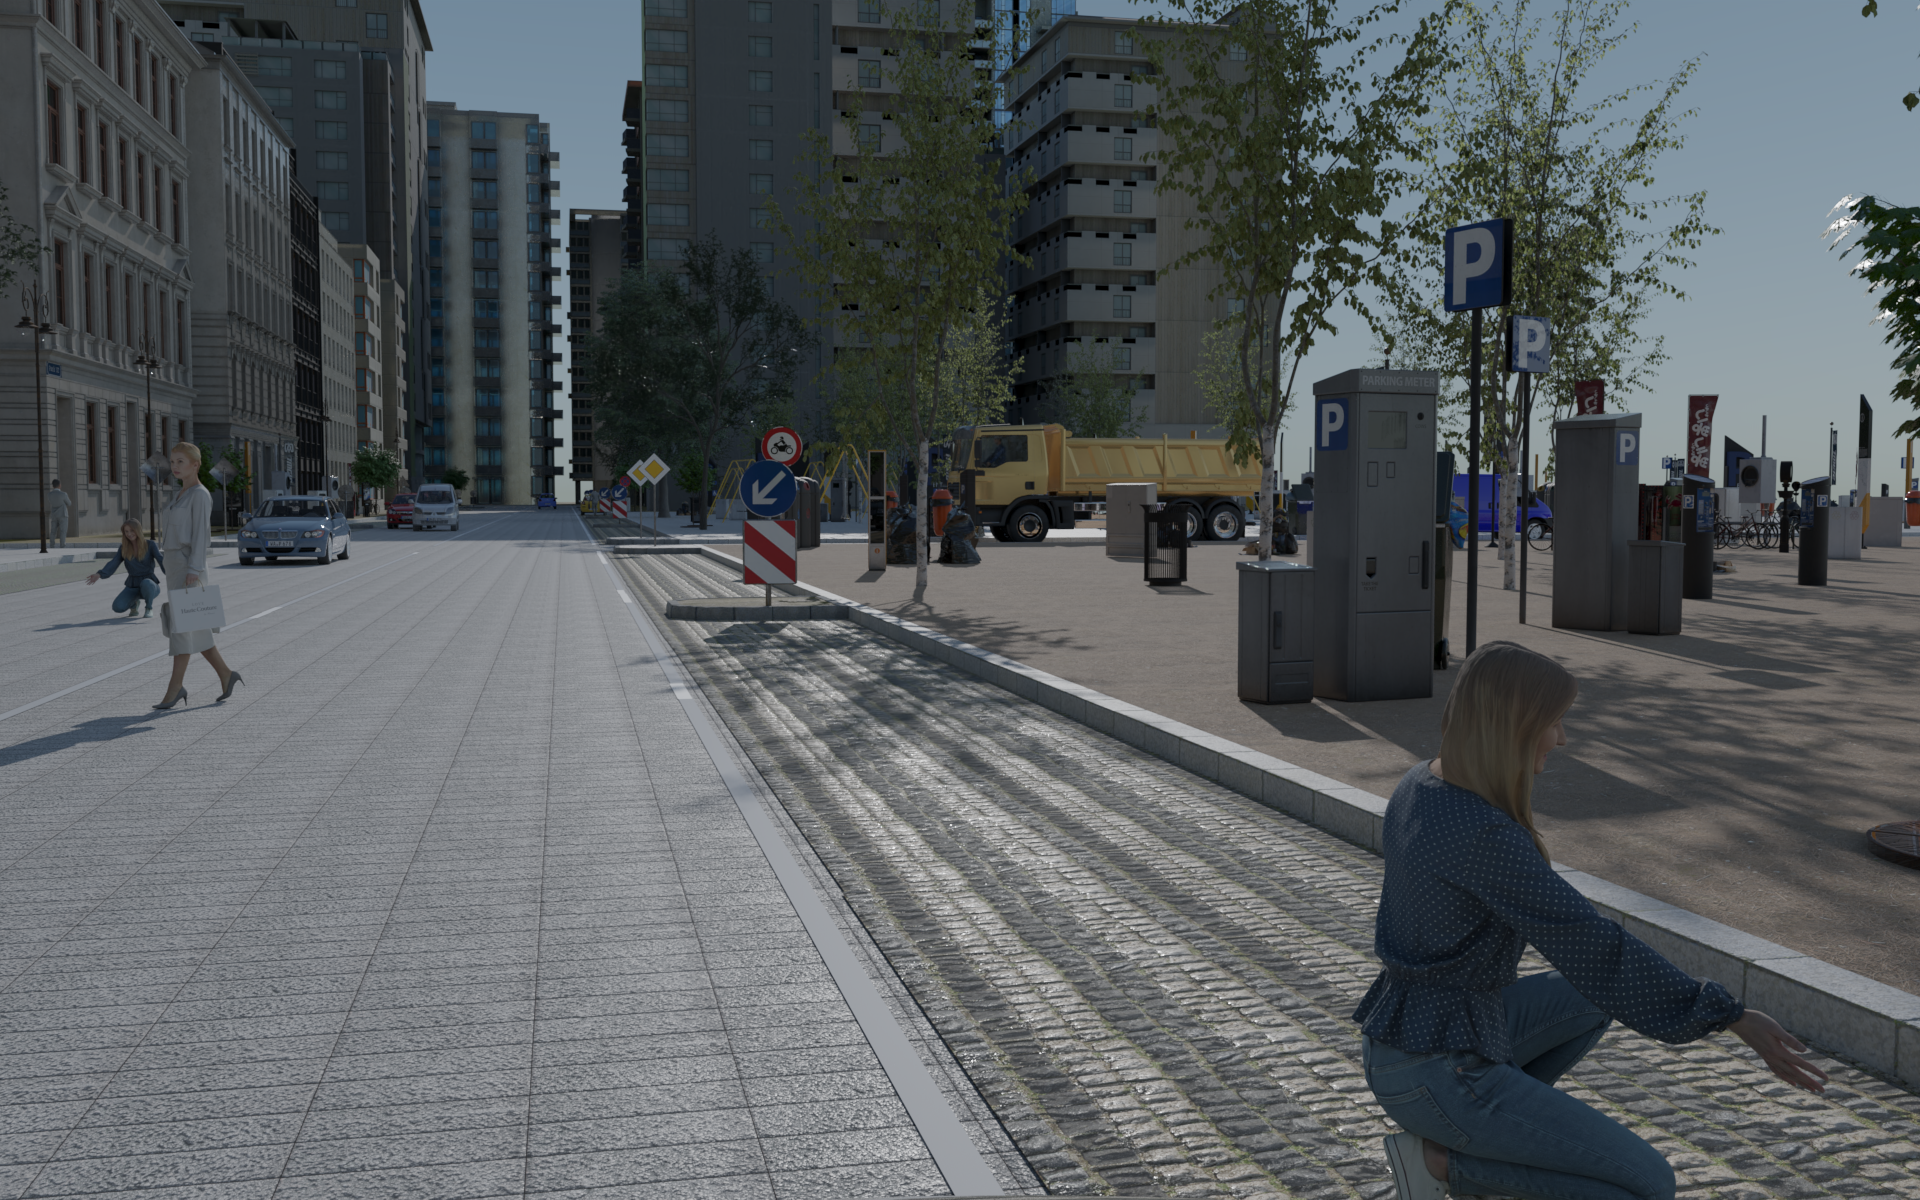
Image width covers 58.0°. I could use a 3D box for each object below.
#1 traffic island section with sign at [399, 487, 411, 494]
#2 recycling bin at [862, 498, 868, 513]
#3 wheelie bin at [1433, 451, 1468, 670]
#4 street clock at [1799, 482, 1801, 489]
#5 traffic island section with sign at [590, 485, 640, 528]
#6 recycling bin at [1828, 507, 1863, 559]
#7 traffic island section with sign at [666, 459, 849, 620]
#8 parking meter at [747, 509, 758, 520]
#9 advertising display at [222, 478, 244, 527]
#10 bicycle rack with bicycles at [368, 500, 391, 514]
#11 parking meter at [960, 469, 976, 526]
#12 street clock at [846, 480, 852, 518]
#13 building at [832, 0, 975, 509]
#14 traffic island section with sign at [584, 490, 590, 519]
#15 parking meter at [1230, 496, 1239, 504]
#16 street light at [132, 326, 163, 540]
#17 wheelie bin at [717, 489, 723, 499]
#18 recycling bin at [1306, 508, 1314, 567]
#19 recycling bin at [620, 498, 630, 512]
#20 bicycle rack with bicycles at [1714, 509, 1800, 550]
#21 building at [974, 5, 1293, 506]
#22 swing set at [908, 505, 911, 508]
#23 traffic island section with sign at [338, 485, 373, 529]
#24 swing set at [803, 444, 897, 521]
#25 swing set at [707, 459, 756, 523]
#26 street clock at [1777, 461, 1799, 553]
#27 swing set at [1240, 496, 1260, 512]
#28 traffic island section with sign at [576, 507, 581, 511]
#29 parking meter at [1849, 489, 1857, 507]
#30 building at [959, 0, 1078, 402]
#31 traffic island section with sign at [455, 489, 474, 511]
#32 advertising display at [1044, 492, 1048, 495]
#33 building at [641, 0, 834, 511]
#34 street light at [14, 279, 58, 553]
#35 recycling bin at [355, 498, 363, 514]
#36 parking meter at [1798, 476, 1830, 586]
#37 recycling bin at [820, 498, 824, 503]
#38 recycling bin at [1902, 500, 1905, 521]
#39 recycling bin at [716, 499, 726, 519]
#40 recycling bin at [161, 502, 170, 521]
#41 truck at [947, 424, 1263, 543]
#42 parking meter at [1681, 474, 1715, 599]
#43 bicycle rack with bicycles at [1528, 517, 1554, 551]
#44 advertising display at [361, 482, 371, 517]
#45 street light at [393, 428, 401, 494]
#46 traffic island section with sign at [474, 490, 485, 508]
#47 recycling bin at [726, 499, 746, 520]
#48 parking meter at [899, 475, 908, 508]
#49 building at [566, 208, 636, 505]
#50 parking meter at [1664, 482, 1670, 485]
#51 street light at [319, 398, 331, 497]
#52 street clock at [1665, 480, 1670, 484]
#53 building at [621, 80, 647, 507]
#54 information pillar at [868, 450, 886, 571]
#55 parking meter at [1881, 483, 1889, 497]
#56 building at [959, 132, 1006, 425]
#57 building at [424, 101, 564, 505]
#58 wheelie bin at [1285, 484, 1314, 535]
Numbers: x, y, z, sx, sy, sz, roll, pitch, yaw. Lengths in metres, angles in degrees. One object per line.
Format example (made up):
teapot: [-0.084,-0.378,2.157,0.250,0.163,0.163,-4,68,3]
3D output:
traffic island section with sign: [-31.576,-5.511,98.739,1.989,1.847,2.006,-1,4,-13]
recycling bin: [-6.319,-6.517,119.106,0.722,1.027,0.722,-2,4,-28]
wheelie bin: [3.308,-0.306,12.904,0.980,1.594,0.693,1,4,21]
street clock: [46.864,-5.659,97.097,0.471,2.002,0.358,3,4,37]
traffic island section with sign: [-14.725,-4.014,74.253,1.989,1.847,2.006,-1,4,-13]
recycling bin: [17.334,-1.330,34.295,0.722,1.027,0.722,0,4,1]
traffic island section with sign: [-2.454,-0.725,20.485,1.989,1.847,2.006,-1,4,-13]
parking meter: [-6.822,-3.135,56.973,0.399,1.863,0.255,-1,4,-22]
advertising display: [-28.369,-3.816,67.603,0.974,1.923,0.123,1,4,22]
bicycle rack with bicycles: [-38.059,-6.141,113.780,2.852,0.926,2.925,-1,4,-17]
parking meter: [0.179,-2.144,40.762,0.255,1.863,0.399,-2,4,-25]
street clock: [-5.893,-5.328,91.690,0.358,2.002,0.471,-2,4,-29]
building: [-14.131,-34.758,157.530,28.713,52.752,27.495,-1,4,-13]
traffic island section with sign: [-20.791,-5.638,100.801,1.989,1.847,2.006,-1,4,-13]
parking meter: [12.056,-4.140,76.100,0.372,1.533,0.369,0,3,0]
street light: [-22.389,-4.592,47.863,0.468,5.910,1.993,-1,4,-13]
wheelie bin: [-15.798,-6.366,111.994,0.980,1.594,0.693,2,4,31]
recycling bin: [5.636,-0.809,25.787,0.722,1.027,0.722,3,5,39]
recycling bin: [-23.664,-6.712,122.297,0.722,1.027,0.722,-1,4,-11]
bicycle rack with bicycles: [18.602,-1.682,40.880,2.925,0.926,2.852,0,4,1]
building: [18.593,-36.999,194.176,27.495,52.752,28.713,-1,4,-13]
swing set: [-3.980,-5.795,92.362,2.862,2.851,3.119,-1,4,-10]
traffic island section with sign: [-25.403,-3.859,71.726,1.989,1.847,2.006,-1,4,-13]
swing set: [-3.700,-3.552,55.690,2.862,2.851,3.119,-1,4,-9]
swing set: [-9.944,-4.989,79.194,2.862,2.851,3.119,-2,4,-24]
street clock: [18.052,-2.037,37.881,0.358,2.002,0.471,2,4,30]
swing set: [13.646,-5.257,83.568,2.862,2.851,3.119,0,4,-3]
traffic island section with sign: [-31.940,-8.621,149.577,1.989,1.847,2.006,-1,4,-13]
parking meter: [46.502,-4.999,90.138,0.372,1.533,0.369,0,3,0]
building: [3.436,-55.951,227.472,31.000,86.520,22.319,-1,4,-13]
traffic island section with sign: [-42.580,-8.460,146.953,1.989,1.847,2.006,-1,4,-13]
advertising display: [3.670,-3.750,66.518,0.974,1.923,0.123,-1,4,-22]
building: [-17.723,-27.650,135.668,14.154,41.232,14.086,-1,4,-13]
street light: [-19.917,-3.956,37.470,0.468,5.910,1.993,-1,4,-13]
recycling bin: [-37.805,-5.905,109.105,0.722,1.027,0.722,-3,4,-36]
parking meter: [11.994,-0.974,24.329,0.372,1.533,0.369,0,3,0]
recycling bin: [-8.648,-5.804,107.447,0.722,1.027,0.722,-1,4,-10]
recycling bin: [42.636,-3.975,77.553,0.722,1.027,0.722,-1,4,-13]
recycling bin: [-11.968,-4.633,88.307,0.722,1.027,0.722,2,4,31]
recycling bin: [-24.994,-2.620,55.390,0.722,1.027,0.722,1,4,16]
truck: [3.717,-3.260,49.223,9.791,3.379,3.469,-1,4,-12]
parking meter: [9.043,-0.784,21.236,0.372,1.533,0.369,0,3,0]
bicycle rack with bicycles: [14.678,-1.573,39.095,2.925,0.926,2.852,3,5,41]
advertising display: [-33.118,-5.588,96.570,0.123,1.923,0.974,0,4,3]
street light: [-38.455,-8.907,118.423,0.468,5.910,1.993,-1,4,-13]
traffic island section with sign: [-48.612,-10.073,173.317,1.989,1.847,2.006,-1,4,-13]
recycling bin: [-10.886,-4.415,84.744,0.722,1.027,0.722,-1,4,-19]
parking meter: [-1.763,-2.966,54.207,0.255,1.863,0.399,0,4,-5]
building: [-38.498,-32.545,223.996,23.993,40.220,32.217,-1,4,-13]
parking meter: [34.541,-4.818,84.485,0.255,1.863,0.399,-2,4,-28]
street light: [-30.507,-6.766,83.413,0.468,5.910,1.993,-1,4,-13]
street clock: [37.059,-5.254,90.467,0.471,2.002,0.358,-1,4,-19]
building: [-24.442,-32.404,184.431,22.147,44.769,28.867,-1,4,-13]
information pillar: [-1.387,-1.496,28.958,0.304,2.012,0.304,0,4,-4]
parking meter: [50.986,-5.491,95.489,0.399,1.863,0.255,-2,4,-33]
building: [-3.203,-31.376,196.596,14.086,41.232,14.154,-1,4,-13]
building: [-64.769,-36.337,213.723,30.456,49.044,23.786,-1,4,-13]
wheelie bin: [10.662,-2.845,54.430,0.980,1.594,0.693,-1,4,-18]
